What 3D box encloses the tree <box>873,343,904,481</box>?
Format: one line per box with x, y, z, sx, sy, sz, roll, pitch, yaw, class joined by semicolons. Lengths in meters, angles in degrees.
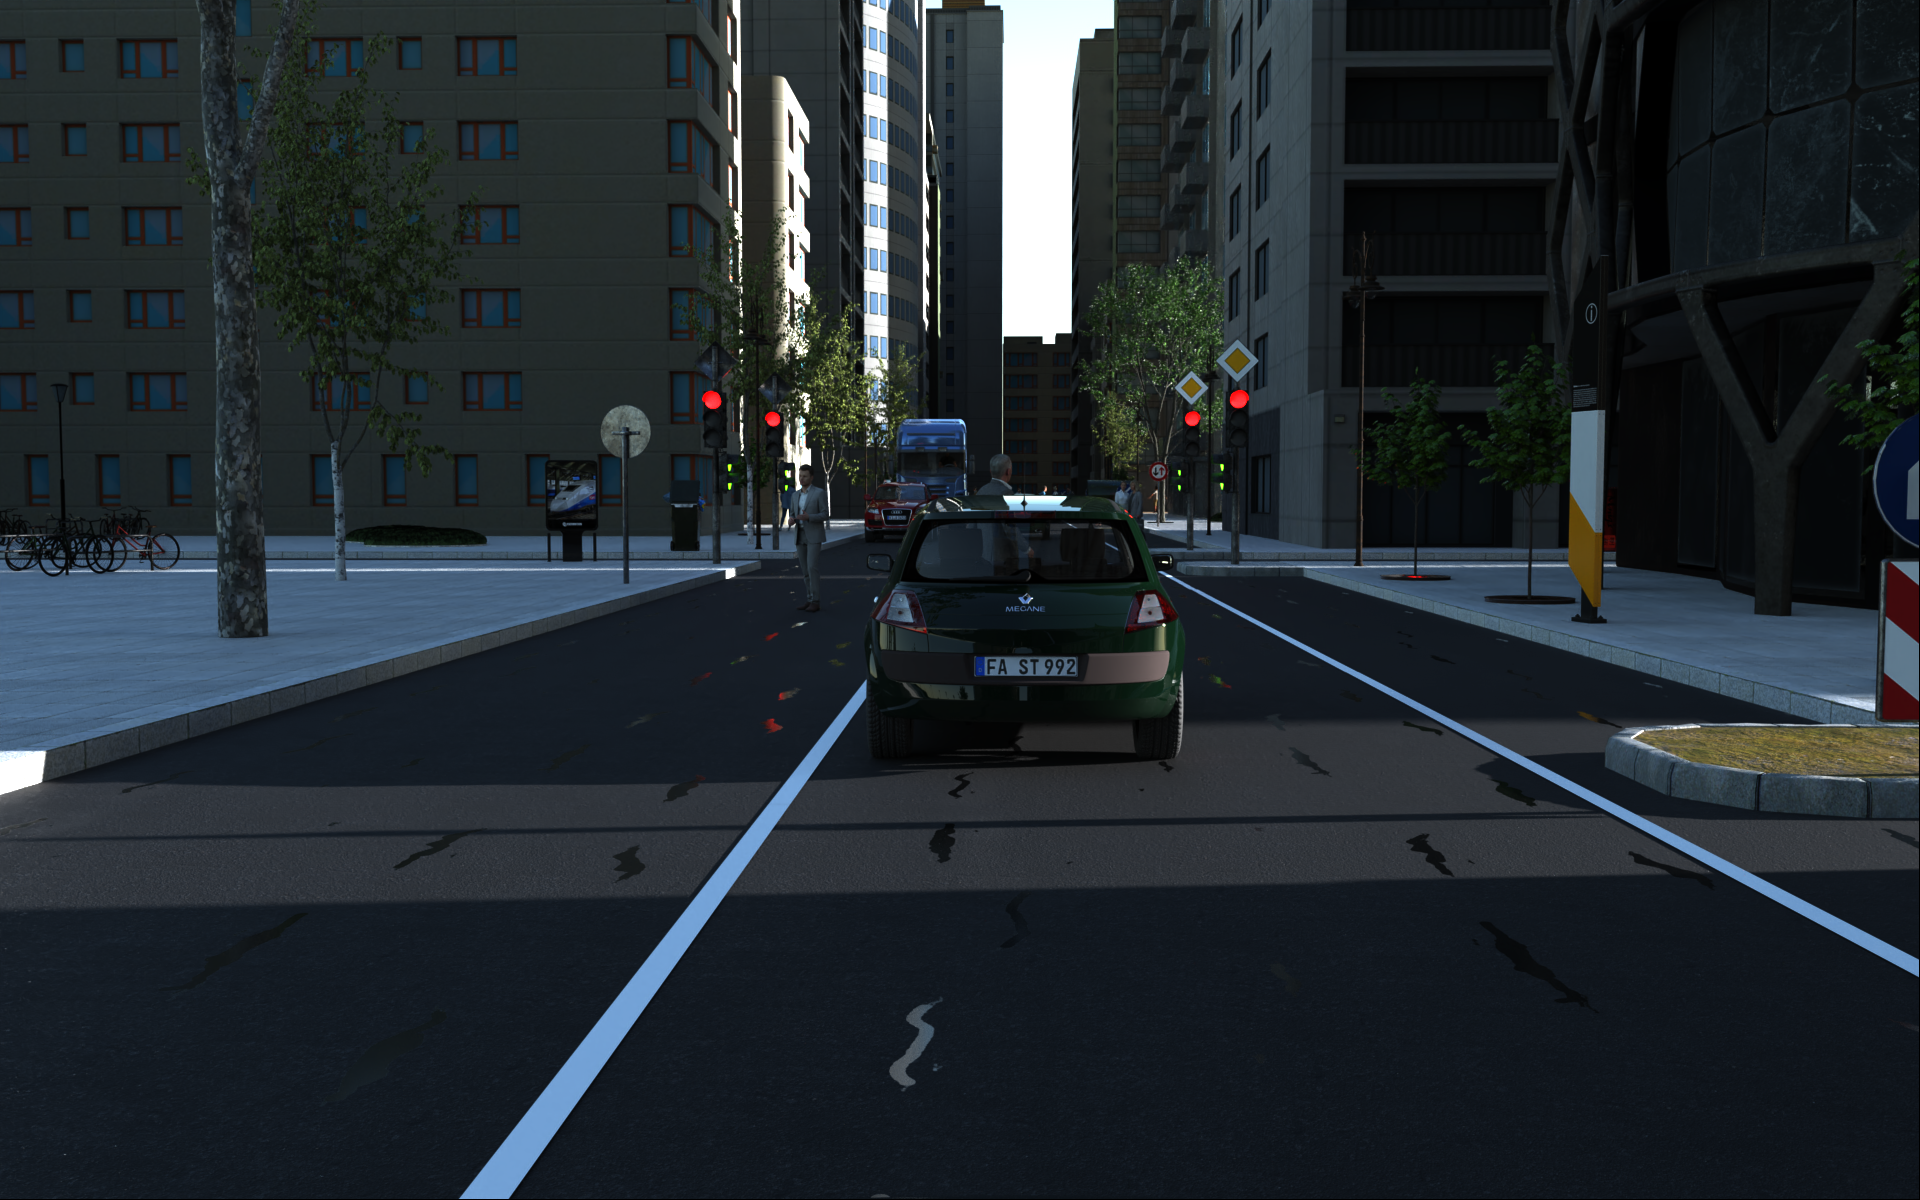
-4.787;-6.839;62.178;4.737;8.622;4.395;0;3;0;tree

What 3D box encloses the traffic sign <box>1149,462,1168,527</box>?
7.810;-4.162;68.150;0.768;2.556;0.104;0;4;4;traffic sign

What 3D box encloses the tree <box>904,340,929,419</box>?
-3.409;-8.121;83.145;4.737;8.622;4.395;0;3;0;tree

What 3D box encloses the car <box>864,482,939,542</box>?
-1.761;-2.723;53.193;2.281;1.827;5.304;0;4;2;car

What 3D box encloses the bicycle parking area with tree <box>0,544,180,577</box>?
-17.910;-2.449;27.049;8.231;4.147;9.016;2;4;32;bicycle parking area with tree

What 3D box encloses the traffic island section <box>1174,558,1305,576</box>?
5.040;-0.569;31.592;2.009;0.180;2.903;0;4;2;traffic island section

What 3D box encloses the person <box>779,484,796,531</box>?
-5.963;-3.268;59.737;0.793;1.790;0.793;-2;4;-25;person

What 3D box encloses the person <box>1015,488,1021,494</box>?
3.471;-5.749;102.728;0.478;1.798;0.641;0;4;-6;person

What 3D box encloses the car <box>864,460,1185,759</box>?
0.378;-0.061;10.780;2.009;1.686;4.222;0;4;1;car

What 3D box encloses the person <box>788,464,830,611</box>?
-1.921;-0.771;21.311;0.606;1.804;0.583;2;4;29;person

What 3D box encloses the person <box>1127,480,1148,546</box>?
4.596;-2.218;44.944;0.728;1.800;0.709;-2;4;-27;person

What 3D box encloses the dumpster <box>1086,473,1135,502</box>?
5.927;-3.849;67.874;1.985;2.255;1.502;0;4;1;dumpster

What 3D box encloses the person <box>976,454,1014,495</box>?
0.382;-0.375;15.031;0.834;1.777;0.661;-3;4;-37;person

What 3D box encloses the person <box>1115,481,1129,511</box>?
4.661;-2.514;49.831;0.478;1.798;0.641;0;4;-4;person

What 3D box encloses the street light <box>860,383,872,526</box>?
-3.832;-5.970;70.395;0.468;5.910;1.993;0;4;2;street light

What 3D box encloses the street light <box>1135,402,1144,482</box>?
8.623;-6.800;83.969;0.468;5.910;1.993;0;4;2;street light

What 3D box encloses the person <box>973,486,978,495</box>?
0.885;-4.923;88.906;0.836;1.842;0.656;-1;4;-13;person

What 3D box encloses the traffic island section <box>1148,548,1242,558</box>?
5.277;-1.058;39.574;2.009;0.180;2.903;0;4;2;traffic island section

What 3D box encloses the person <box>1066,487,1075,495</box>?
6.360;-5.619;100.172;0.655;1.846;0.447;3;5;41;person

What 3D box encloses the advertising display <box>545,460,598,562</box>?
-7.366;-1.691;32.859;0.974;1.923;0.123;-1;4;-16;advertising display

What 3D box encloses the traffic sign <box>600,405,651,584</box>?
-4.780;-1.506;24.729;0.768;2.556;0.104;1;4;10;traffic sign

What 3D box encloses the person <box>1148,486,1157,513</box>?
13.472;-6.913;119.074;1.348;1.824;0.705;-2;4;-35;person

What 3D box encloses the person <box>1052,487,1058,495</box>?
5.230;-5.264;94.452;0.818;1.842;0.514;0;4;-1;person

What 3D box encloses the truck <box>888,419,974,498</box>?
-0.946;-4.781;67.925;2.967;4.110;18.799;0;4;0;truck

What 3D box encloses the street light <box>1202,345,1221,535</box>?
7.751;-4.953;53.775;0.468;5.910;1.993;0;4;2;street light

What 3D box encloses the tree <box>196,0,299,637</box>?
-7.447;-9.665;13.916;12.611;20.169;13.585;0;3;0;tree

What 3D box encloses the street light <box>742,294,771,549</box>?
-4.694;-4.123;40.200;0.468;5.910;1.993;0;4;2;street light

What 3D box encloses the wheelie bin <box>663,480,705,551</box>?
-6.212;-1.907;39.080;0.980;1.594;0.693;0;4;-1;wheelie bin

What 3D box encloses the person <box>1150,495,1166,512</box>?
13.850;-6.983;120.931;1.217;1.735;0.721;0;4;6;person

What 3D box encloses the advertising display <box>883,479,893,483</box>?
-3.179;-4.377;76.776;0.123;1.923;0.974;-1;4;-23;advertising display

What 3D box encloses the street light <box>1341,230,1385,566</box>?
7.097;-3.539;30.644;0.468;5.910;1.993;0;4;2;street light

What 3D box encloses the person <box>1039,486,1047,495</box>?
3.500;-3.986;74.010;0.444;1.785;0.601;-1;4;-18;person

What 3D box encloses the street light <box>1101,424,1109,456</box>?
9.569;-8.647;114.161;0.468;5.910;1.993;0;4;2;street light
